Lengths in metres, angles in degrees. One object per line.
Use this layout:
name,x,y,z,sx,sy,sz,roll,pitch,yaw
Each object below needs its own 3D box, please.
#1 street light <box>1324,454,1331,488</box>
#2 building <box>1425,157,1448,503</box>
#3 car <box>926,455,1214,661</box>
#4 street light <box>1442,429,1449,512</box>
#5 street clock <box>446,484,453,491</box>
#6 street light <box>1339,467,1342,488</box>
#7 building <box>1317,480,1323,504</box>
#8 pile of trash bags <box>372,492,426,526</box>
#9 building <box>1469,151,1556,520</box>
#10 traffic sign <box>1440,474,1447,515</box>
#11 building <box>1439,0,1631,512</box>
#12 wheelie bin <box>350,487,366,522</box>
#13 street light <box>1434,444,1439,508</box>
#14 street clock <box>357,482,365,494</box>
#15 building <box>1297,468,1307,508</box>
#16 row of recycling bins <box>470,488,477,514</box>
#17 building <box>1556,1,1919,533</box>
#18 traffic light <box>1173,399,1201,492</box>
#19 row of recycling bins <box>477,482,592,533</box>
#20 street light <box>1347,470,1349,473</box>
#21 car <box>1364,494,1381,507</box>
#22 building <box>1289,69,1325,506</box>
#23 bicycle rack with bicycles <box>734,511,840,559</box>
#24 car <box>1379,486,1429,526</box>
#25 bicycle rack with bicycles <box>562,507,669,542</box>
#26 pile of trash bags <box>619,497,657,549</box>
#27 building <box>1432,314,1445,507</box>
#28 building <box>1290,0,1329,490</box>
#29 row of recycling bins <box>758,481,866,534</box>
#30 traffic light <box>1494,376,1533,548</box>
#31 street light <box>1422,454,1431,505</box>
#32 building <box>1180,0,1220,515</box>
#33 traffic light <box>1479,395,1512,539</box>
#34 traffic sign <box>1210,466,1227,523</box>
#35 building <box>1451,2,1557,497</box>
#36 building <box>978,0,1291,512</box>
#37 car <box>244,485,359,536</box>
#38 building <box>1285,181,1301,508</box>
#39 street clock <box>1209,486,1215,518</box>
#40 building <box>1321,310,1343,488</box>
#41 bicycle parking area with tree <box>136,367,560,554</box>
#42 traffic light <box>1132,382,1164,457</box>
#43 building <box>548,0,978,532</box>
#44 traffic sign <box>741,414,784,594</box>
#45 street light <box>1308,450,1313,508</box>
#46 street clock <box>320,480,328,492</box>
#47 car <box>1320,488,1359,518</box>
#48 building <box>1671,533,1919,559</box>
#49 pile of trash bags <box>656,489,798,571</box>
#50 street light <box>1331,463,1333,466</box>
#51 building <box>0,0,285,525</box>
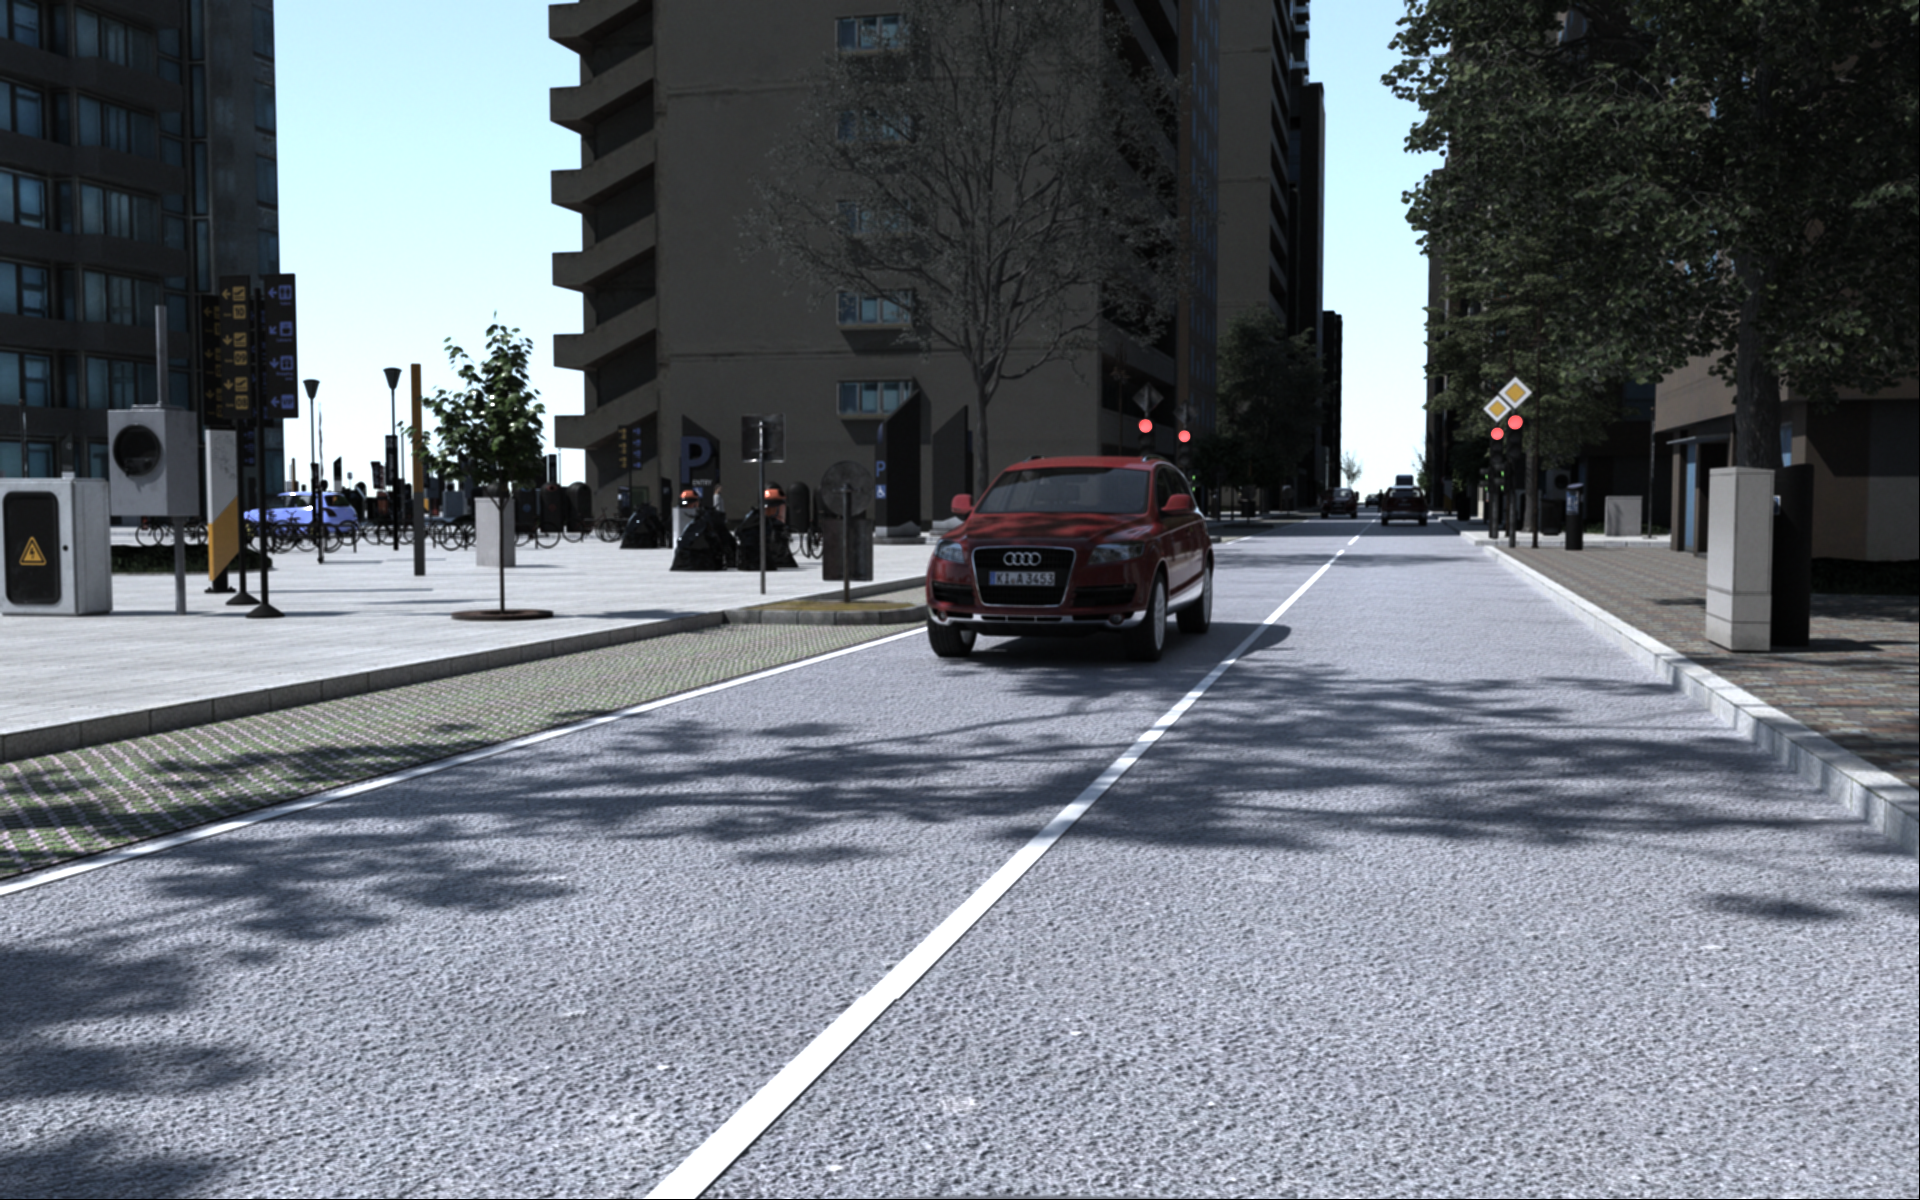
street light,41.233,-13.597,195.104,0.468,5.910,1.993,1,4,14
building,76.618,-37.846,242.476,21.300,48.544,21.600,1,4,14
car,1.201,-0.491,16.696,2.281,1.827,5.304,1,4,15
street light,35.390,-9.396,126.408,0.468,5.910,1.993,1,4,14
street clock,-37.320,-7.471,126.726,0.358,2.002,0.471,3,5,43
street light,52.960,-16.401,240.944,0.468,5.910,1.993,1,4,14
building,30.348,-32.486,223.025,32.217,40.220,23.993,1,4,14
pile of trash bags,-23.513,-3.807,71.994,1.912,1.369,3.447,0,4,-2
building,43.189,-15.376,96.442,27.650,21.520,28.899,1,4,14
traffic sign,30.305,-6.597,107.970,0.768,2.556,0.104,1,4,16
building,51.247,-30.976,156.569,14.600,45.320,14.200,1,4,14
wheelie bin,-27.507,-4.348,78.998,0.693,1.594,0.980,0,4,-5
street light,44.145,-11.487,160.595,0.468,5.910,1.993,1,4,14
street clock,-35.149,-5.940,101.690,0.471,2.002,0.358,-1,4,-21
building,24.024,-44.828,171.193,20.563,71.187,20.611,1,4,14
row of recycling bins,-25.937,-5.367,94.858,1.069,1.692,3.534,0,4,1
building,31.441,-25.575,68.265,14.600,45.320,14.200,1,4,14
traffic light,6.686,-3.812,51.248,0.839,4.253,0.868,1,4,14
row of recycling bins,-14.049,-3.087,57.586,3.534,1.692,1.069,-2,4,-24
street light,61.744,-18.521,275.604,0.468,5.910,1.993,1,4,14
car,44.727,-10.854,187.244,2.009,1.686,4.222,1,4,14
building,32.045,-32.894,187.931,14.600,45.320,14.200,1,4,14
bicycle rack with bicycles,-3.214,-1.372,35.818,2.852,0.926,2.925,2,4,28
car,20.570,-4.378,80.256,2.281,1.827,5.304,1,4,14
bicycle rack with bicycles,-9.004,-2.054,46.958,2.925,0.926,2.852,0,4,7
pile of trash bags,-6.962,-1.972,42.000,1.912,1.369,3.447,0,4,7
building,63.086,-20.325,177.346,27.650,21.520,28.899,1,4,14
building,41.921,-57.145,246.992,22.319,86.520,31.000,1,4,14
row of recycling bins,-4.838,-3.036,56.759,3.534,1.692,1.069,-1,4,-11
traffic light,13.209,-3.208,41.369,0.839,4.253,0.868,1,4,14
street light,55.819,-14.319,206.906,0.468,5.910,1.993,1,4,14
building,7.171,-27.480,99.414,14.600,45.320,14.200,1,4,14
traffic light,15.181,-3.681,49.108,0.839,4.253,0.868,1,4,14
traffic sign,11.549,-4.727,77.387,0.768,2.556,0.104,1,4,20
building,50.107,-29.349,134.475,22.147,44.769,28.867,1,4,14
building,14.572,-31.420,137.424,21.300,48.544,21.600,1,4,14
car,-20.455,-2.674,53.309,3.694,1.707,1.945,1,4,13
building,22.770,-23.436,154.876,14.160,30.474,14.107,1,4,14
street clock,13.276,-5.294,91.132,0.471,2.002,0.358,3,4,38
building,51.950,-30.439,269.385,14.160,30.474,14.107,1,4,14
bicycle parking area with tree,-14.689,-3.324,41.356,9.016,4.147,8.231,-2,4,-27
traffic light,4.714,-3.339,43.509,0.839,4.253,0.868,1,4,14
building,-3.259,-27.176,68.023,21.300,48.544,21.600,1,4,14
traffic sign,-2.521,-1.223,22.126,0.606,2.300,0.079,1,4,20
street light,32.546,-11.506,160.905,0.468,5.910,1.993,1,4,14
street clock,-32.436,-5.125,88.362,0.358,2.002,0.471,0,4,4
car,22.702,-5.806,103.603,2.281,1.827,5.304,1,4,14
building,20.934,-23.241,30.103,14.600,45.320,14.200,1,4,14
pile of trash bags,-3.706,-1.252,30.231,1.912,1.369,3.447,1,4,11
street light,44.228,-14.310,206.757,0.468,5.910,1.993,1,4,14
building,-47.847,-27.951,76.606,30.456,49.044,23.786,1,4,14
